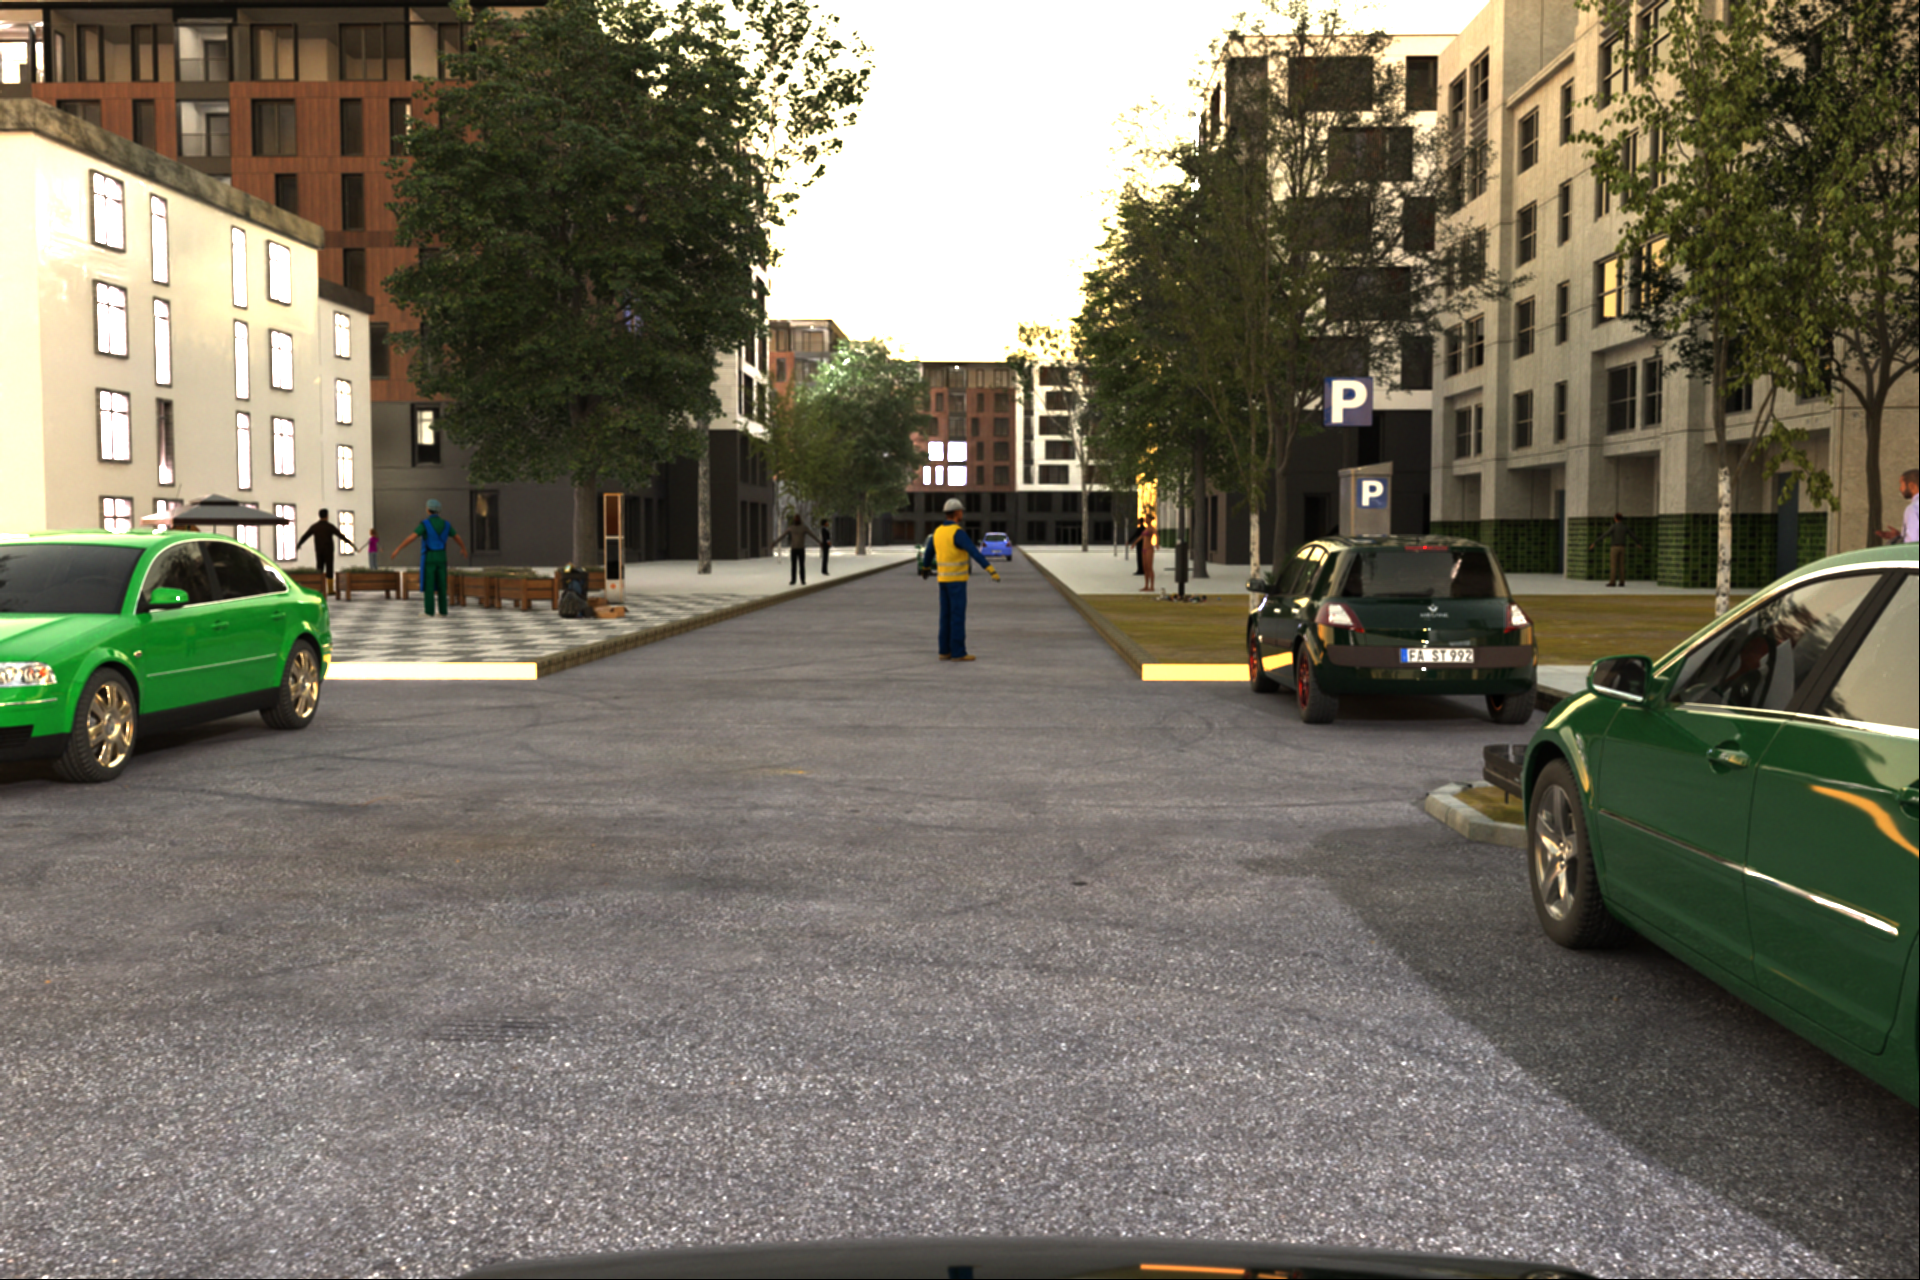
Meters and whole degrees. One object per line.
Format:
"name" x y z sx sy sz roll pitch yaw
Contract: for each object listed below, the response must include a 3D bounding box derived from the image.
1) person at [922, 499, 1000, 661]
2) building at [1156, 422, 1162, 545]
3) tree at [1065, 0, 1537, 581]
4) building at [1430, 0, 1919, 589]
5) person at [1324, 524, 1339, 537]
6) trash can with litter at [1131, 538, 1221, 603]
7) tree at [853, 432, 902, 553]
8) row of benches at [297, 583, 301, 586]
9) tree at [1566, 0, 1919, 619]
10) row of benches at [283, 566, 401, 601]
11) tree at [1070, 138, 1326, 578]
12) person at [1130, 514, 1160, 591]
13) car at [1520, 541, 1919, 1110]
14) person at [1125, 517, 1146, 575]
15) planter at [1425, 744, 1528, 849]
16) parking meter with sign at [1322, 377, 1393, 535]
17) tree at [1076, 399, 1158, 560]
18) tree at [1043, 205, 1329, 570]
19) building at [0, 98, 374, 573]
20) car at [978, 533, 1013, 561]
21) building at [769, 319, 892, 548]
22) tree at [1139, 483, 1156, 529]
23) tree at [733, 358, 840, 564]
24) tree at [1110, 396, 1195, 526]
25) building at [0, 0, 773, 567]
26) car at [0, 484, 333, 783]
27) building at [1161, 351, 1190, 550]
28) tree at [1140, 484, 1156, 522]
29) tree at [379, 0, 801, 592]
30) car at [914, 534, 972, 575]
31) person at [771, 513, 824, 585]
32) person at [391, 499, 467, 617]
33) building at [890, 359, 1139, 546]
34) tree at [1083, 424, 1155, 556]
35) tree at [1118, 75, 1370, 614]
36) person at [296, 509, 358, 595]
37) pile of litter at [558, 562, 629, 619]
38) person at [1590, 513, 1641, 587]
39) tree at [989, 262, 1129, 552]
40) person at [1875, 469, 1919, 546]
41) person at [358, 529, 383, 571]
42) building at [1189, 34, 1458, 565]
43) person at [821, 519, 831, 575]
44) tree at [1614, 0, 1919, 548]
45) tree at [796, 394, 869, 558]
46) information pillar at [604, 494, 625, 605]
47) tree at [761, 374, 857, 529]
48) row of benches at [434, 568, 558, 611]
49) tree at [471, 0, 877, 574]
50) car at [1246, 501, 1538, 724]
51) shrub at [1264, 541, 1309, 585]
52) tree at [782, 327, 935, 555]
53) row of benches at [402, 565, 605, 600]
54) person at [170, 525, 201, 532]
"person" -0.054 -0.687 19.658 0.705 1.833 1.349 -3 4 -38
"building" 30.398 -19.319 182.324 16.747 18.905 31.486 0 4 2
"tree" 7.079 -7.777 37.522 12.009 13.543 11.850 0 3 0
"building" 25.674 -11.142 48.636 16.747 18.905 31.486 0 4 1
"person" 8.945 -2.082 40.228 1.347 1.806 0.705 1 4 11
"trash can with litter" 4.196 -1.359 33.274 1.678 1.210 2.233 0 4 1
"tree" -5.978 -10.249 117.931 4.737 8.622 4.395 0 3 0
"row of benches" -10.652 -0.425 22.414 4.104 0.672 1.422 -1 4 -20
"tree" 8.870 -4.221 19.368 4.737 8.622 4.395 0 3 0
"row of benches" -12.746 -1.064 32.865 4.104 0.672 1.422 -3 4 -39
"tree" 6.893 -8.068 50.032 7.486 12.596 7.792 0 3 0
"person" 4.158 -1.960 38.847 0.721 1.733 1.217 -1 4 -23
"car" 2.940 0.441 4.591 2.131 1.459 4.920 0 4 1
"person" 5.675 -2.951 54.467 0.704 1.802 1.346 3 5 41
"planter" 3.392 0.769 8.560 1.991 0.319 1.994 0 4 2
"parking meter with sign" 4.302 -1.360 18.504 0.543 3.016 1.738 0 4 0
"tree" 8.428 -8.256 85.345 4.360 8.622 3.978 0 3 0
"tree" 8.006 -9.245 61.522 12.009 13.543 11.850 0 3 0
"building" -21.934 -6.454 47.670 9.099 9.664 28.070 0 4 2
"car" 1.930 -5.136 93.556 1.945 1.707 3.694 0 3 0
"building" -22.177 -20.615 181.034 27.936 21.610 32.646 0 4 2
"tree" 23.994 -15.834 209.241 4.360 8.622 3.978 0 3 0
"tree" -7.425 -7.516 73.249 4.737 8.622 4.395 0 3 0
"tree" 7.631 -7.447 72.121 4.360 8.622 3.978 0 3 0
"building" -24.907 -14.610 82.848 27.936 21.610 32.646 0 4 1
"car" -5.737 -0.159 11.388 1.959 1.807 4.718 0 4 2
"building" 27.234 -17.354 150.189 16.747 18.905 31.486 0 4 2
"tree" 24.902 -16.159 214.561 4.360 8.622 3.978 0 3 0
"tree" -8.444 -8.051 38.296 9.857 13.997 8.962 0 3 0
"car" -0.527 -3.054 61.734 2.131 1.459 4.920 0 4 2
"person" -4.123 -2.318 44.020 1.348 1.813 0.705 0 4 3
"person" -8.141 -1.261 26.750 0.704 1.817 1.347 3 4 38
"building" 3.712 -22.489 214.127 32.646 21.610 27.936 0 4 -3
"tree" 8.797 -9.183 100.507 4.360 8.622 3.978 0 3 0
"tree" 4.928 -4.710 27.372 4.360 8.622 3.978 0 3 0
"person" -13.289 -1.842 36.258 1.346 1.812 0.704 0 4 5
"pile of litter" -5.722 -0.789 26.873 1.176 0.858 1.719 0 4 3
"person" 16.077 -2.208 42.370 1.348 1.796 0.705 -1 4 -9
"tree" 8.414 -16.273 121.948 12.611 20.169 13.585 0 3 0
"person" 8.179 -0.558 15.038 0.709 1.838 0.599 -3 4 -36
"person" -16.487 -2.400 48.501 0.599 1.433 0.991 1 4 20
"building" 25.351 -14.883 87.309 27.936 21.610 32.646 0 4 1
"person" -4.140 -2.905 54.217 0.721 1.740 1.216 0 4 -8
"tree" 13.714 -5.621 26.316 7.601 10.594 8.767 0 4 7
"tree" -7.579 -8.662 91.989 4.360 8.622 3.978 0 3 0
"information pillar" -6.286 -1.652 31.505 0.304 2.012 0.304 0 4 2
"tree" -7.154 -7.908 79.663 4.737 8.622 4.395 0 3 0
"row of benches" -8.312 -0.918 30.467 1.422 0.672 4.104 -3 5 -39
"tree" -9.541 -12.247 56.128 12.611 20.169 13.585 0 3 0
"car" 3.471 -0.285 14.454 2.009 1.686 4.222 0 4 1
"shrub" 4.428 -0.685 22.321 1.383 1.207 1.383 0 3 0
"tree" -6.249 -12.248 106.912 9.857 13.997 8.962 0 3 0
"row of benches" -8.849 -1.147 34.224 4.104 0.672 1.422 -1 4 -14
"person" -16.883 -1.949 37.627 1.354 1.858 0.705 0 4 3
